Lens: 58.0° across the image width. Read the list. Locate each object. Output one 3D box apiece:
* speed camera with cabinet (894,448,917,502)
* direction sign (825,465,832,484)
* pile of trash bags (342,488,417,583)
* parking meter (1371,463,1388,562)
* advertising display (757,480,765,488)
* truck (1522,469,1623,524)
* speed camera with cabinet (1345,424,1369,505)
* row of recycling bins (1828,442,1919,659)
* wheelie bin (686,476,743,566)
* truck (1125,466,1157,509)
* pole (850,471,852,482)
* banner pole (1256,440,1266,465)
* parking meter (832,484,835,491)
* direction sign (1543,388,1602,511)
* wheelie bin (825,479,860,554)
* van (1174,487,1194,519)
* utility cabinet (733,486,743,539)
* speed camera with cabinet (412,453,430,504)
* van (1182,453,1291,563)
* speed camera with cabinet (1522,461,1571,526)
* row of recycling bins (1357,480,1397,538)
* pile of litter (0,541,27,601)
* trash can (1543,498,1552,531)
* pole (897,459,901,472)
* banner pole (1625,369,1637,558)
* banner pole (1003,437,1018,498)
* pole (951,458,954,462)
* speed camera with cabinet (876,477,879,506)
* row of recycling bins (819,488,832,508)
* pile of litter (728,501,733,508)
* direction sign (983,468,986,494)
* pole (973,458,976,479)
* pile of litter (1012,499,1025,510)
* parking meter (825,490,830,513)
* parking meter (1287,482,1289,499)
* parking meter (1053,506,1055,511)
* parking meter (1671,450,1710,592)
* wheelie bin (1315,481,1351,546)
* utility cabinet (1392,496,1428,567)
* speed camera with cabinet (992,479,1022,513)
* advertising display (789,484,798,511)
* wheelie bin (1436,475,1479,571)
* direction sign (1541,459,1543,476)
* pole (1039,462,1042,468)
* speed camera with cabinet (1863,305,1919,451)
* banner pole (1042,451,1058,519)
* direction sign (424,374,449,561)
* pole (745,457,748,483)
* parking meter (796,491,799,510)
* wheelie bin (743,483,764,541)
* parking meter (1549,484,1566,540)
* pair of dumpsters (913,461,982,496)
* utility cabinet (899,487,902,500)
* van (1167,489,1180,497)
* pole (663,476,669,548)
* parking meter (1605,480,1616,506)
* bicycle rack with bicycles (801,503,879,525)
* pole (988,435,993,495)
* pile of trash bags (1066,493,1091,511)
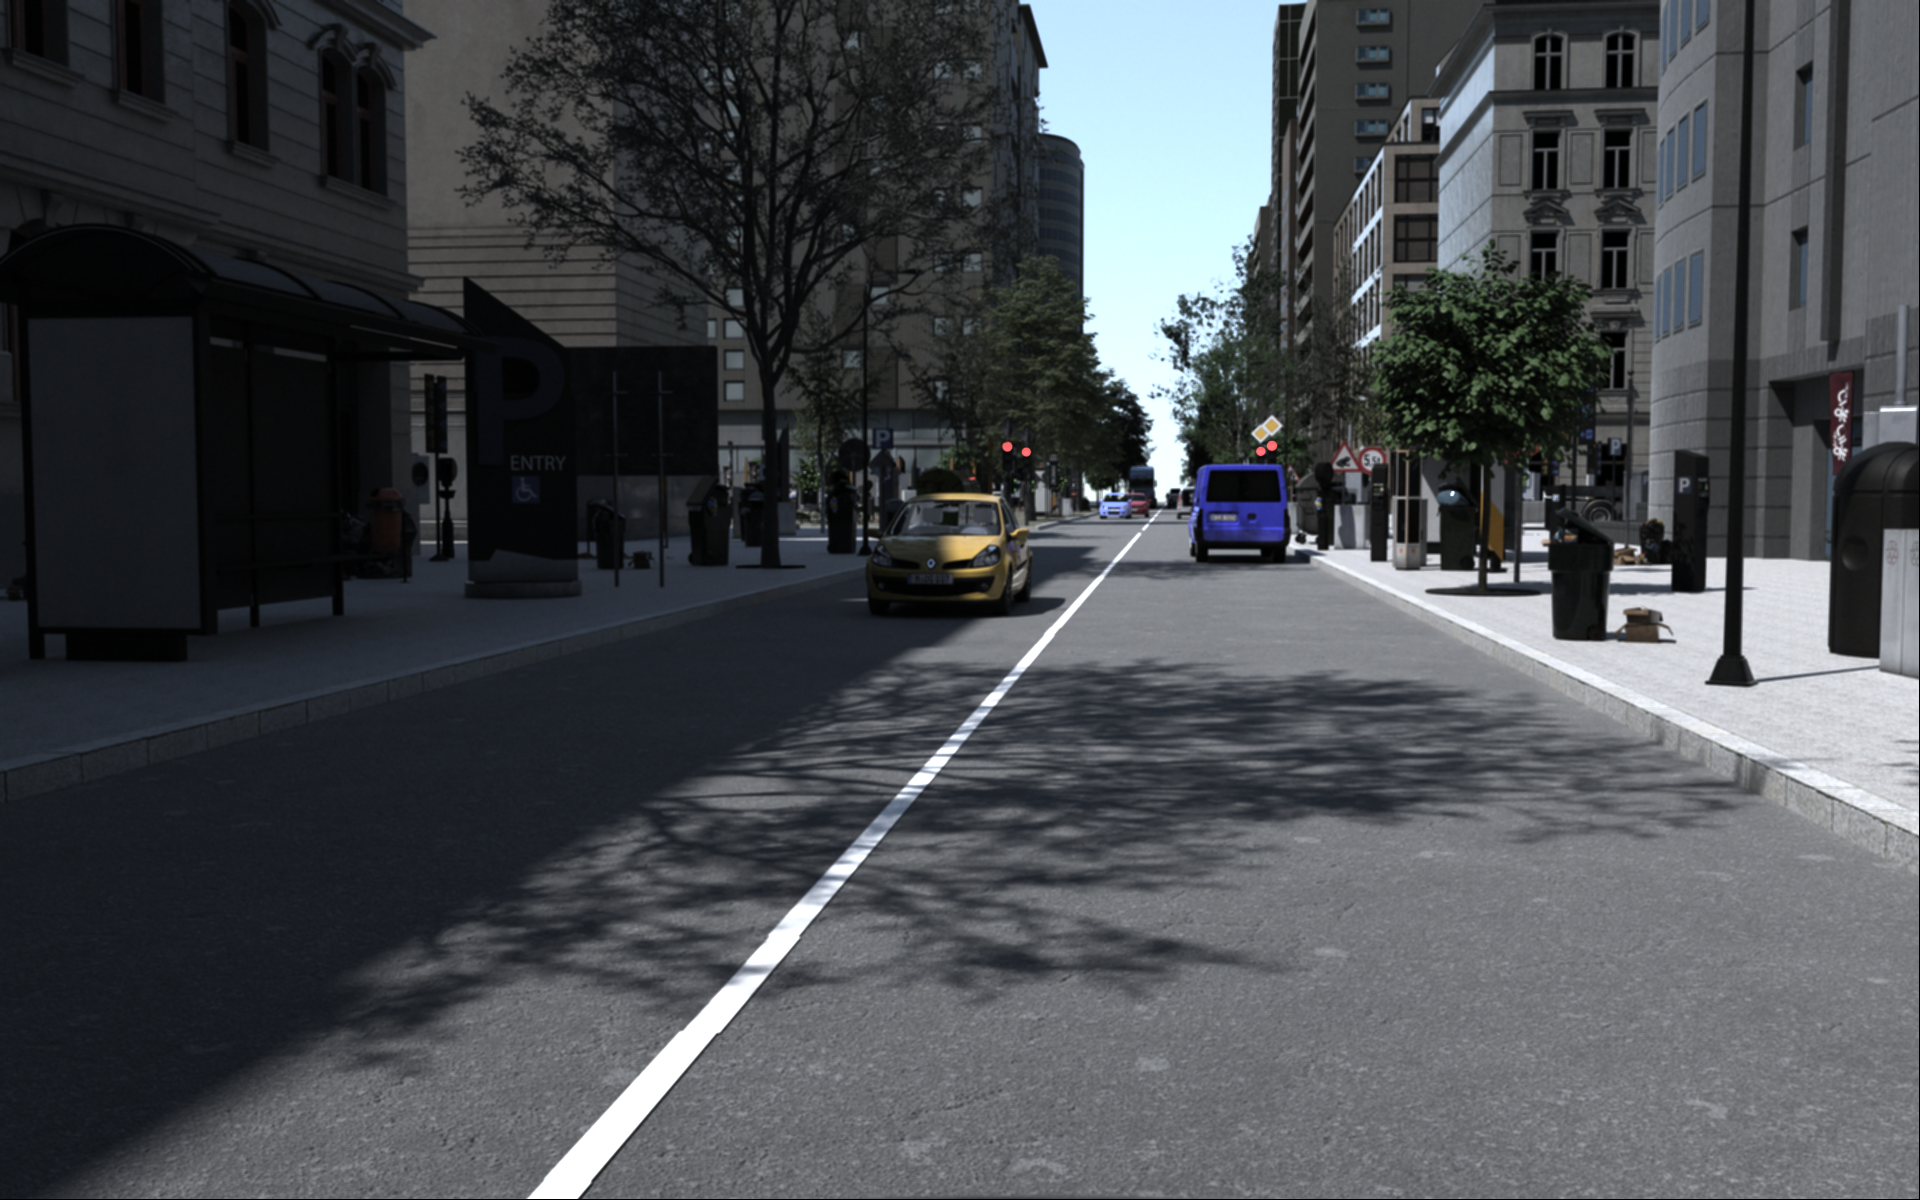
[{"bbox_3d":[-2.372,-4.842,73.501,0.660,3.252,2.038,-1,4,-18],"label":"speed camera with cabinet"},{"bbox_3d":[-10.350,-8.859,136.843,0.379,3.537,0.876,3,4,36],"label":"direction sign"},{"bbox_3d":[-9.093,-0.995,26.026,1.912,1.369,3.447,-3,4,-38],"label":"pile of trash bags"},{"bbox_3d":[7.982,-1.666,32.953,0.255,1.863,0.399,2,4,23],"label":"parking meter"},{"bbox_3d":[-9.009,-4.612,80.625,0.974,1.923,0.123,-3,4,-38],"label":"advertising display"},{"bbox_3d":[26.499,-4.513,63.551,18.799,4.110,2.967,1,4,9],"label":"truck"},{"bbox_3d":[10.874,-3.310,48.448,0.660,3.252,2.038,2,4,30],"label":"speed camera with cabinet"},{"bbox_3d":[8.753,-0.395,13.570,3.534,1.692,1.069,0,4,5],"label":"row of recycling bins"},{"bbox_3d":[-4.512,-1.427,31.233,0.693,1.594,0.980,-3,4,-36],"label":"wheelie bin"},{"bbox_3d":[18.334,-11.224,173.271,2.967,4.110,18.799,0,4,7],"label":"truck"},{"bbox_3d":[-8.217,-8.409,131.333,0.158,3.312,0.155,0,3,0],"label":"pole"},{"bbox_3d":[12.668,-5.060,72.750,0.863,3.779,0.401,0,4,-7],"label":"banner pole"},{"bbox_3d":[-5.407,-4.283,75.736,0.399,1.863,0.255,-1,4,-11],"label":"parking meter"},{"bbox_3d":[9.877,-2.193,27.849,0.379,3.537,0.876,-1,4,-22],"label":"direction sign"},{"bbox_3d":[-2.533,-1.812,37.526,0.693,1.594,0.980,0,4,5],"label":"wheelie bin"},{"bbox_3d":[13.375,-5.693,100.100,2.013,2.044,4.112,0,4,7],"label":"van"},{"bbox_3d":[-6.342,-2.503,49.597,0.318,1.500,1.173,0,4,-7],"label":"utility cabinet"},{"bbox_3d":[-12.607,-2.687,38.269,0.660,3.252,2.038,1,4,23],"label":"speed camera with cabinet"},{"bbox_3d":[6.043,-2.050,37.904,2.240,2.365,5.245,0,4,6],"label":"van"},{"bbox_3d":[23.919,-4.675,70.773,0.660,3.252,2.038,-3,5,-45],"label":"speed camera with cabinet"},{"bbox_3d":[12.128,-2.724,51.643,1.069,1.692,3.534,0,4,4],"label":"row of recycling bins"},{"bbox_3d":[-11.179,-0.451,21.334,1.719,0.858,1.176,0,4,-1],"label":"pile of litter"},{"bbox_3d":[20.717,-2.982,60.404,0.748,1.137,0.748,0,3,0],"label":"trash can"},{"bbox_3d":[-3.502,-6.466,99.554,0.158,3.312,0.155,0,3,0],"label":"pole"},{"bbox_3d":[13.530,-2.750,34.973,0.401,3.779,0.863,2,4,28],"label":"banner pole"},{"bbox_3d":[2.163,-5.290,76.515,0.863,3.779,0.401,-2,4,-26],"label":"banner pole"},{"bbox_3d":[-0.416,-6.307,96.958,0.158,3.312,0.155,0,3,0],"label":"pole"},{"bbox_3d":[-6.177,-8.884,139.585,0.660,3.252,2.038,-1,4,-19],"label":"speed camera with cabinet"},{"bbox_3d":[-10.001,-7.420,128.433,1.069,1.692,3.534,-1,4,-8],"label":"row of recycling bins"},{"bbox_3d":[-14.890,-6.029,112.537,1.719,0.858,1.176,3,5,43],"label":"pile of litter"},{"bbox_3d":[1.877,-8.695,134.168,0.379,3.537,0.876,1,4,15],"label":"direction sign"},{"bbox_3d":[0.808,-6.333,97.385,0.158,3.312,0.155,0,3,0],"label":"pole"},{"bbox_3d":[4.947,-7.785,141.251,1.719,0.858,1.176,2,4,27],"label":"pile of litter"},{"bbox_3d":[-8.552,-6.324,111.814,0.372,1.533,0.369,0,3,0],"label":"parking meter"},{"bbox_3d":[13.219,-3.986,70.888,0.399,1.863,0.255,3,4,37],"label":"parking meter"},{"bbox_3d":[7.099,-7.801,133.256,0.399,1.863,0.255,2,4,35],"label":"parking meter"},{"bbox_3d":[9.607,-1.043,22.769,0.255,1.863,0.399,-2,4,-29],"label":"parking meter"},{"bbox_3d":[9.359,-2.167,43.330,0.980,1.594,0.693,-2,4,-32],"label":"wheelie bin"},{"bbox_3d":[7.973,-1.192,30.644,0.306,1.237,1.020,2,4,33],"label":"utility cabinet"},{"bbox_3d":[3.185,-7.588,118.393,2.038,3.252,0.660,1,4,18],"label":"speed camera with cabinet"},{"bbox_3d":[-10.566,-6.262,107.596,0.974,1.923,0.123,1,4,14],"label":"advertising display"},{"bbox_3d":[8.350,-1.297,29.108,0.693,1.594,0.980,1,4,15],"label":"wheelie bin"},{"bbox_3d":[25.377,-5.048,74.530,0.379,3.537,0.876,-2,4,-34],"label":"direction sign"},{"bbox_3d":[4.963,-6.894,106.566,0.158,3.312,0.155,0,3,0],"label":"pole"},{"bbox_3d":[10.558,-1.447,18.002,2.038,3.252,0.660,2,4,35],"label":"speed camera with cabinet"},{"bbox_3d":[4.696,-6.107,89.868,0.863,3.779,0.401,0,4,-6],"label":"banner pole"},{"bbox_3d":[-9.988,-2.513,33.088,0.379,3.537,0.876,1,4,8],"label":"direction sign"},{"bbox_3d":[-11.887,-6.266,96.287,0.158,3.312,0.155,0,3,0],"label":"pole"},{"bbox_3d":[-13.385,-8.302,141.450,0.399,1.863,0.255,-1,4,-20],"label":"parking meter"},{"bbox_3d":[-5.674,-2.429,47.625,0.980,1.594,0.693,3,4,38],"label":"wheelie bin"},{"bbox_3d":[15.159,-2.172,43.924,0.372,1.533,0.369,0,3,0],"label":"parking meter"},{"bbox_3d":[-0.368,-2.890,49.742,1.574,2.255,4.437,0,4,7],"label":"pair of dumpsters"},{"bbox_3d":[-1.992,-2.653,52.053,0.318,1.500,1.173,-1,4,-11],"label":"utility cabinet"},{"bbox_3d":[24.106,-11.479,192.060,2.240,2.365,5.245,0,4,5],"label":"van"},{"bbox_3d":[-7.014,-2.886,41.025,0.158,3.312,0.155,0,3,0],"label":"pole"},{"bbox_3d":[27.539,-4.134,73.303,0.399,1.863,0.255,3,5,43],"label":"parking meter"},{"bbox_3d":[-5.241,-3.630,72.728,2.925,0.926,2.852,-2,4,-33],"label":"bicycle rack with bicycles"},{"bbox_3d":[1.052,-4.062,60.254,0.158,3.312,0.155,0,3,0],"label":"pole"},{"bbox_3d":[8.950,-7.549,133.173,1.912,1.369,3.447,0,4,-5],"label":"pile of trash bags"}]
